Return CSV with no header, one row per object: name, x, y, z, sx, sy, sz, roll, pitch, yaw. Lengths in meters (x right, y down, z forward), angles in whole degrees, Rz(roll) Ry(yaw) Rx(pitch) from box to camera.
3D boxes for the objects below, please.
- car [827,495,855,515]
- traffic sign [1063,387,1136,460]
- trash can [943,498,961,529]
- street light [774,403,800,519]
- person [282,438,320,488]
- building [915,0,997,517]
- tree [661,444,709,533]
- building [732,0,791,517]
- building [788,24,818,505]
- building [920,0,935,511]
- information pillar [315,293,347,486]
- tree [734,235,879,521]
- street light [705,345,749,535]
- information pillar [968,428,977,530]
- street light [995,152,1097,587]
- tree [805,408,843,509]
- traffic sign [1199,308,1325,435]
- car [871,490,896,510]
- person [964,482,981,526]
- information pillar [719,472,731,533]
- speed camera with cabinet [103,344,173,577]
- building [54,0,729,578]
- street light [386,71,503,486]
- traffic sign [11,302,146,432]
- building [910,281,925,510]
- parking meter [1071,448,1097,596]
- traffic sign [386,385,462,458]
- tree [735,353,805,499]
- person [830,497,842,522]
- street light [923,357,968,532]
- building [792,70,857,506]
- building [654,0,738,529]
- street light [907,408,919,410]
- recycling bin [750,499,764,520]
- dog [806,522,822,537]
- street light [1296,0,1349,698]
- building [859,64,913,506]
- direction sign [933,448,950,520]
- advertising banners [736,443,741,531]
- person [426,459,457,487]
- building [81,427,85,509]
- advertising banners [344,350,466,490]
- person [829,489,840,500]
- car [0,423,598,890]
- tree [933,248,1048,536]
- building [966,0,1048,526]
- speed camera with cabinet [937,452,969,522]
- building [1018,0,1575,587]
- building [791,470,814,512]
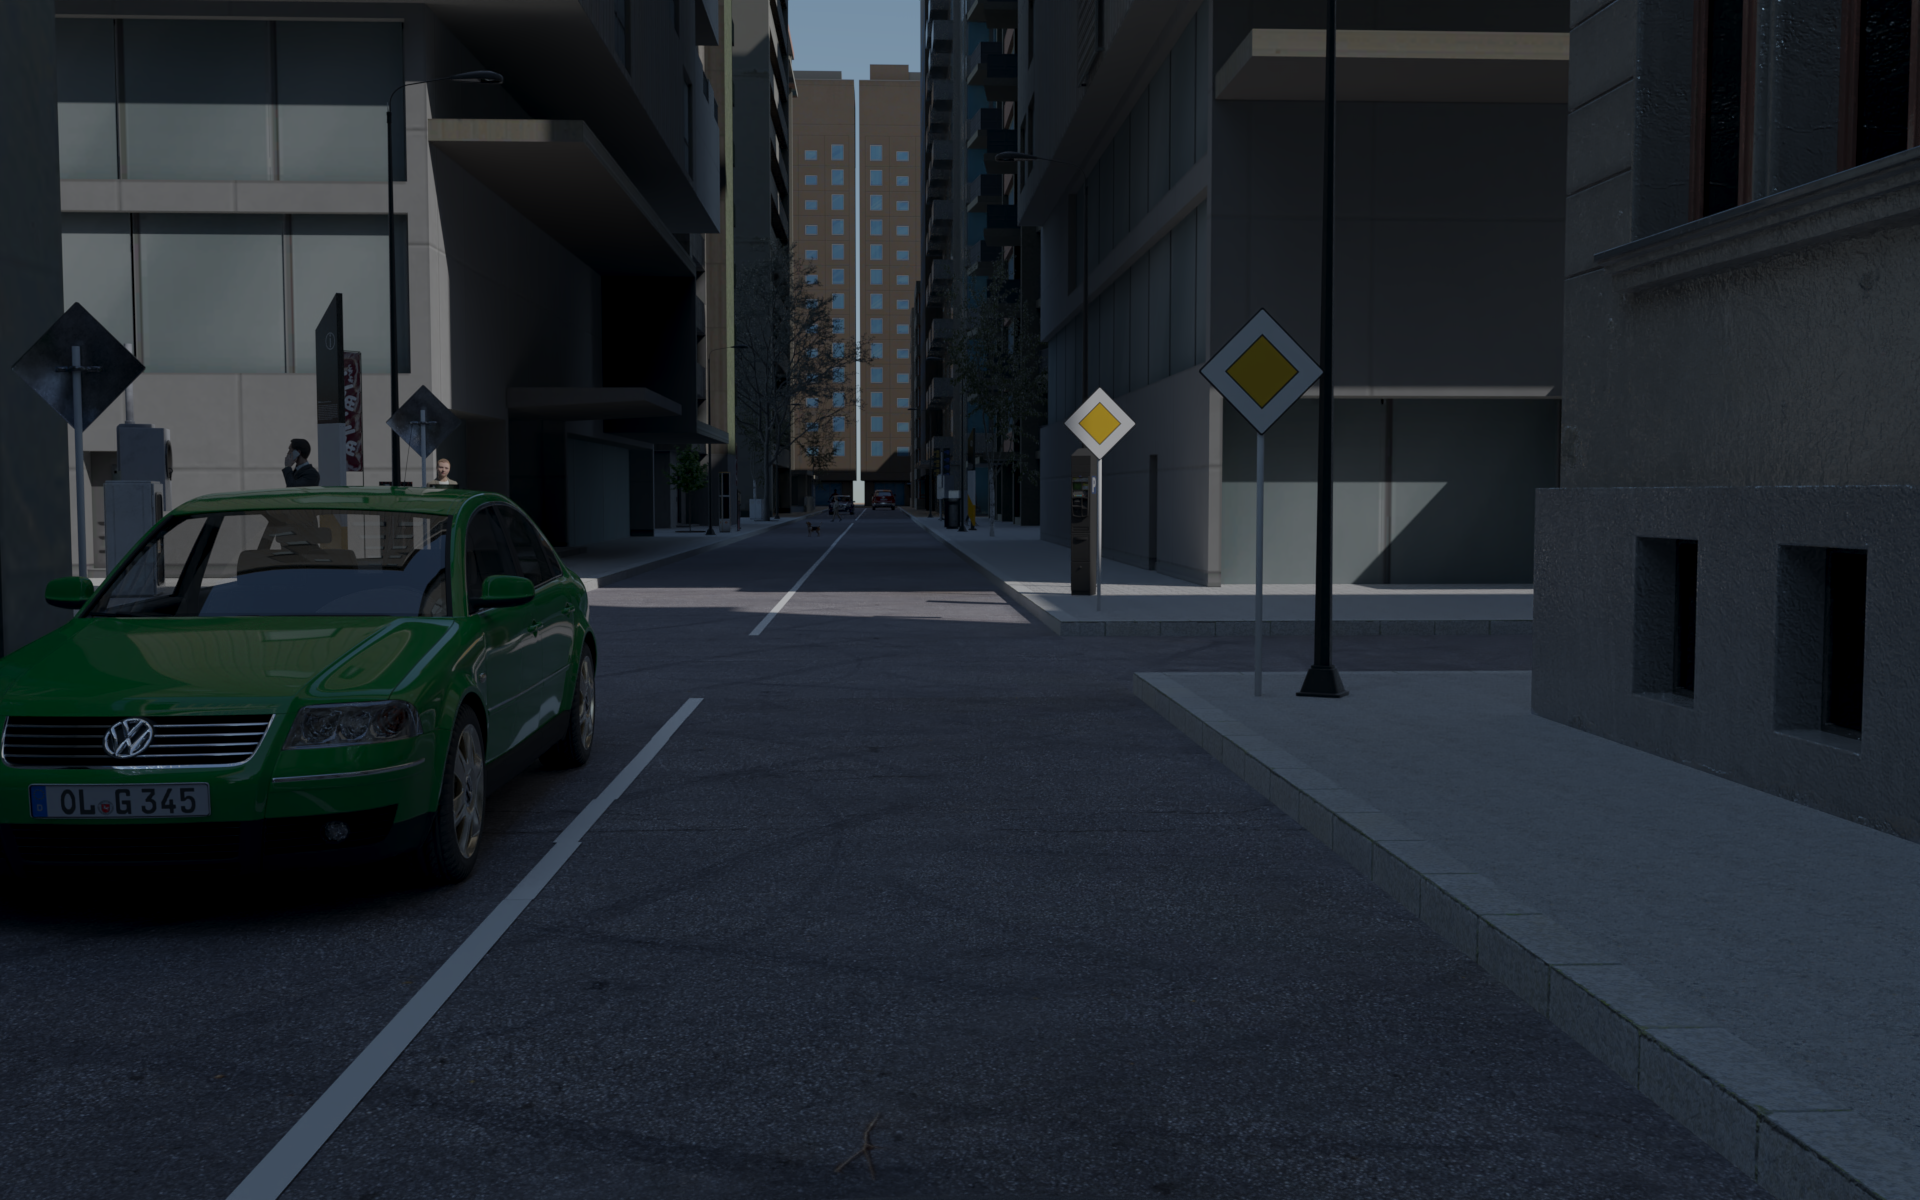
car,-8.242,-6.609,120.637,1.945,1.354,3.894,0,4,-2
traffic sign,1.539,-1.021,18.877,0.795,2.593,0.064,0,4,-3
trash can,-0.281,-3.180,63.641,0.748,1.137,0.748,0,3,0
street light,-8.839,-7.108,88.749,1.470,5.913,1.316,0,4,-3
person,-7.468,-0.859,19.450,0.648,1.900,0.474,3,4,37
building,9.143,-30.019,110.420,23.786,49.044,30.456,0,4,-3
tree,-9.154,-3.867,57.824,1.663,3.219,1.824,0,3,0
building,-21.467,-29.358,103.703,21.300,48.544,21.600,0,4,-3
building,-27.797,-30.723,156.939,28.867,44.769,22.147,0,4,-3
building,4.032,-29.538,133.054,14.600,45.320,14.200,0,4,-3
information pillar,-7.385,-1.775,20.381,0.504,3.616,0.183,3,5,39
tree,-8.998,-10.457,81.338,12.009,13.543,11.850,0,3,0
street light,-7.254,-4.979,53.955,1.470,5.913,1.316,0,4,-3
information pillar,0.414,-4.278,61.292,0.183,3.616,0.504,-2,4,-24
street light,1.178,-3.129,23.704,1.470,5.913,1.316,0,4,-3
tree,-11.981,-11.915,145.179,4.360,8.622,3.978,0,3,0
traffic sign,1.911,-0.533,10.901,0.795,2.593,0.064,0,4,-3
car,-6.811,-8.893,154.073,2.281,1.827,5.304,0,4,-3
person,0.495,-3.878,69.626,0.728,1.800,0.709,1,4,21
information pillar,-7.848,-3.257,57.747,0.304,2.012,0.304,-2,4,-27
speed camera with cabinet,-10.554,-1.709,22.279,0.660,3.252,2.038,-1,4,-18
building,-19.670,-27.363,36.630,28.713,52.752,27.495,0,4,-3
street light,-5.718,-2.851,19.159,1.470,5.913,1.316,0,4,-3
traffic sign,-5.376,-0.513,10.582,0.795,2.593,0.064,0,4,-3
building,9.597,-18.993,155.571,27.650,21.520,28.899,0,4,-3
parking meter,1.571,-0.995,21.972,0.255,1.863,0.399,1,4,19
traffic sign,-5.748,-1.001,18.559,0.795,2.593,0.064,0,4,-3
tree,-10.608,-8.625,91.382,4.360,8.622,3.978,0,3,0
person,-6.403,-4.707,89.737,0.640,1.303,0.475,-2,4,-28
street light,-0.456,-5.282,58.898,1.470,5.913,1.316,0,4,-3
building,-18.165,-32.630,183.614,14.200,45.320,14.600,0,4,-3
building,-16.223,-18.015,66.248,14.160,30.474,14.107,0,4,-3
street light,-2.139,-7.410,93.687,1.470,5.913,1.316,0,4,-3
recycling bin,-10.130,-4.574,87.342,0.722,1.027,0.722,1,4,23
dog,-4.934,-2.401,58.539,0.406,0.507,0.540,1,4,16
street light,1.772,-2.343,10.850,1.470,5.913,1.316,0,4,-3
building,-3.499,-32.677,184.385,14.200,45.320,14.600,0,4,-3
direction sign,-0.898,-5.702,85.229,0.876,3.537,0.379,1,4,23
advertising banners,-7.669,-3.892,59.819,0.090,3.025,2.074,0,4,-4
person,-6.971,-1.031,23.449,0.519,1.759,0.362,-3,4,-39
building,-81.107,-29.058,158.685,14.086,41.232,14.154,0,4,-3
advertising banners,-7.064,-1.564,21.762,0.090,3.025,2.074,2,4,34
person,-9.674,-7.728,134.810,1.348,1.831,0.705,2,4,27
car,-2.765,0.066,7.719,1.959,1.807,4.718,0,4,-3
tree,1.132,-6.217,52.010,4.360,8.622,3.978,0,3,0
building,11.675,-25.840,77.115,22.147,44.769,28.867,0,4,-3
speed camera with cabinet,-0.322,-5.300,80.985,0.660,3.252,2.038,-2,4,-31
building,15.134,-27.193,33.848,27.495,52.752,28.713,0,4,-3
building,-27.204,-26.602,126.820,32.217,40.220,23.993,0,4,-3
